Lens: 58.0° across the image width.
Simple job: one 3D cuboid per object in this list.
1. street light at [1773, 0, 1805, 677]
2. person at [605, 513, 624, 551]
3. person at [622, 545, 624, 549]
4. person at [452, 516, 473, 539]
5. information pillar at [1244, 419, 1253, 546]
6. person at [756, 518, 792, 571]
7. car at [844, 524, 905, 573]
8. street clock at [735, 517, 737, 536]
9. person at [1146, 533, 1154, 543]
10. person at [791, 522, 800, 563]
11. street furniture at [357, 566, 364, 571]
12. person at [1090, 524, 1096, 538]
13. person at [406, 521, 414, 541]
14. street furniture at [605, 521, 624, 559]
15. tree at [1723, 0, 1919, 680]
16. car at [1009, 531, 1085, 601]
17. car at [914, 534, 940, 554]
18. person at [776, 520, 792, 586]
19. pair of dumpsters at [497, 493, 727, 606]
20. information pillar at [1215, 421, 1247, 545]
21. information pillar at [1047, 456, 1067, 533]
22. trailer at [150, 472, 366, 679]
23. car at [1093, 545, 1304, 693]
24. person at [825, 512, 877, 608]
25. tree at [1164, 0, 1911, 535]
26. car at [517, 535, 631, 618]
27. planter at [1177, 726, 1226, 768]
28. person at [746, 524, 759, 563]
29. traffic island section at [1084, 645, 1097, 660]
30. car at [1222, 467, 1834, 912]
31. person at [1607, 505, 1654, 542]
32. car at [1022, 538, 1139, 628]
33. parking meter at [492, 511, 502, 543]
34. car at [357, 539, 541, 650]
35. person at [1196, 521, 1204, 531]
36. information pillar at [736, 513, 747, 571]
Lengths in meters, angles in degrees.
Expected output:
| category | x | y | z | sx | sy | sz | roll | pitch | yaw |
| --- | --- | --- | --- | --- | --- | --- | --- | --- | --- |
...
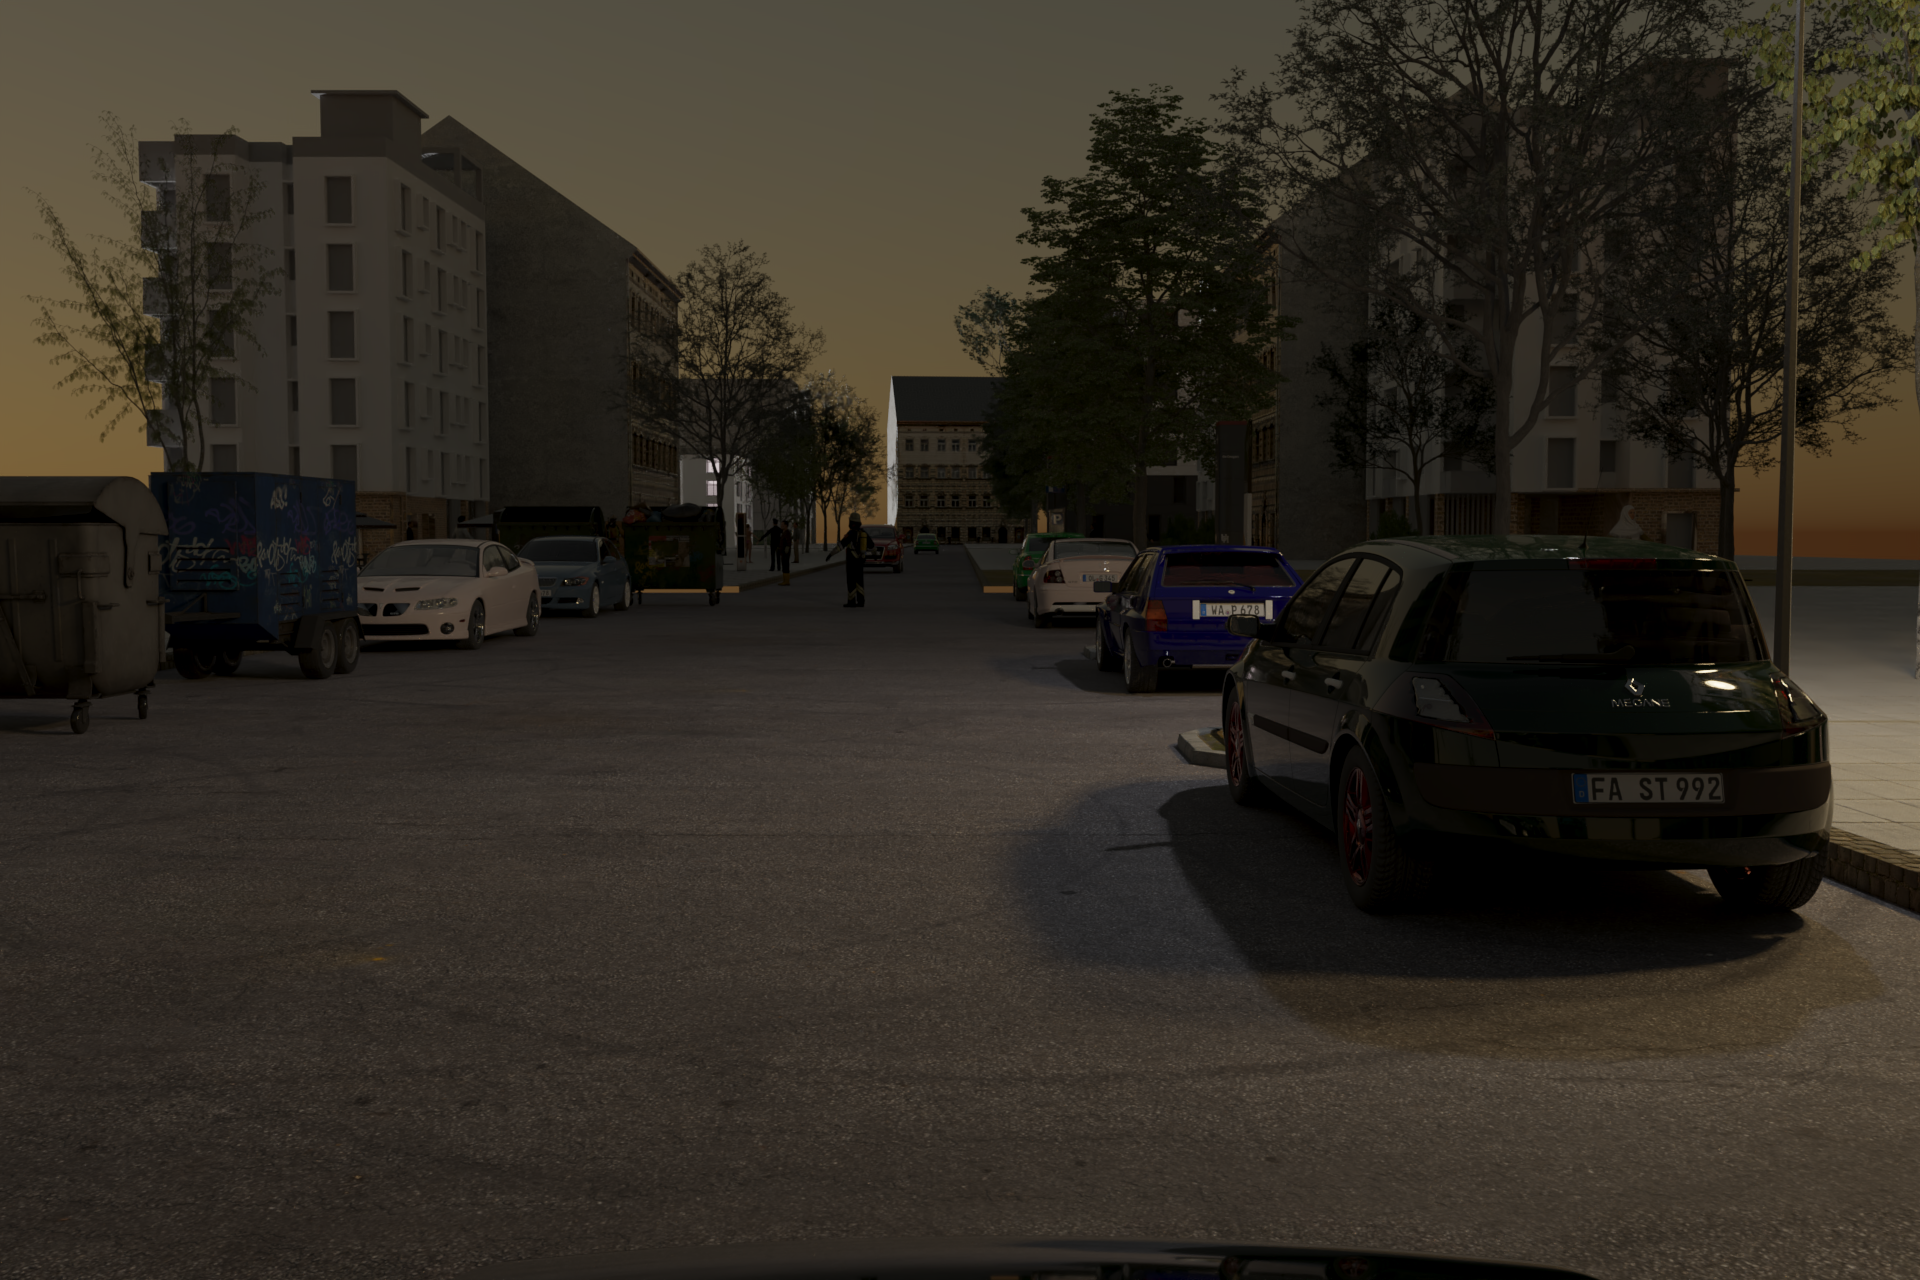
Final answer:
| category | x | y | z | sx | sy | sz | roll | pitch | yaw |
| --- | --- | --- | --- | --- | --- | --- | --- | --- | --- |
| street light | 6.146 | -2.392 | 11.653 | 1.470 | 5.913 | 1.316 | 0 | 3 | 0 |
| person | -9.414 | -2.519 | 46.961 | 1.354 | 1.858 | 0.705 | -3 | 4 | -36 |
| person | -8.153 | -2.375 | 44.965 | 1.347 | 1.817 | 0.704 | 2 | 4 | 24 |
| person | -14.157 | -2.641 | 49.369 | 0.705 | 1.806 | 1.347 | -3 | 5 | -45 |
| information pillar | 5.904 | -2.701 | 35.520 | 0.183 | 3.616 | 0.504 | 0 | 4 | 0 |
| person | -6.418 | -3.316 | 60.157 | 1.347 | 1.837 | 0.705 | -2 | 4 | -28 |
| car | -3.163 | -3.427 | 64.712 | 2.281 | 1.827 | 5.304 | 0 | 4 | 0 |
| street clock | -7.675 | -3.409 | 60.303 | 0.358 | 2.002 | 0.471 | 0 | 4 | 0 |
| person | 7.997 | -4.223 | 75.229 | 0.705 | 1.806 | 1.347 | -1 | 4 | -21 |
| person | -7.264 | -4.292 | 76.448 | 0.705 | 1.796 | 1.348 | -1 | 4 | -21 |
| street furniture | -16.937 | -1.652 | 42.639 | 5.734 | 0.657 | 10.072 | -1 | 4 | -15 |
| person | 5.993 | -4.428 | 79.116 | 0.721 | 1.740 | 1.216 | 0 | 4 | 5 |
| person | -22.591 | -3.979 | 71.278 | 0.704 | 1.802 | 1.346 | -1 | 4 | -22 |
| street furniture | -14.272 | -3.260 | 60.151 | 9.812 | 1.723 | 11.010 | 0 | 4 | 7 |
| tree | 8.659 | -3.944 | 14.839 | 4.737 | 8.622 | 4.395 | 0 | 3 | 0 |
| car | 2.076 | -1.802 | 38.256 | 1.959 | 1.807 | 4.718 | 0 | 4 | 0 |
| car | -2.392 | -7.060 | 124.233 | 1.959 | 1.807 | 4.718 | 0 | 4 | 0 |
| person | -4.886 | -2.419 | 48.153 | 0.704 | 1.812 | 1.346 | -1 | 4 | -17 |
| pair of dumpsters | -6.957 | -1.821 | 34.730 | 4.436 | 2.255 | 1.574 | 0 | 3 | 0 |
| information pillar | 6.243 | -3.093 | 39.955 | 0.750 | 3.857 | 0.750 | 0 | 4 | 0 |
| information pillar | 3.230 | -4.182 | 57.755 | 0.750 | 3.857 | 0.750 | 0 | 4 | -1 |
| trailer | -6.945 | -0.588 | 16.668 | 1.471 | 1.999 | 3.904 | 0 | 4 | 0 |
| car | 2.327 | -0.268 | 16.960 | 1.945 | 1.354 | 3.894 | 0 | 4 | -1 |
| person | -2.067 | -1.569 | 33.894 | 0.705 | 1.856 | 1.354 | 3 | 5 | 43 |
| tree | 8.383 | -7.079 | 26.104 | 12.009 | 13.543 | 11.850 | 0 | 3 | 0 |
| car | -7.075 | -1.168 | 31.102 | 2.014 | 1.417 | 4.499 | 0 | 4 | 0 |
| planter | 2.450 | 0.605 | 11.254 | 1.991 | 0.319 | 1.994 | 0 | 4 | 1 |
| person | -9.359 | -4.292 | 76.971 | 1.217 | 1.733 | 0.721 | 2 | 4 | 35 |
| traffic island section | 2.472 | 0.155 | 20.326 | 1.991 | 0.108 | 1.994 | 0 | 4 | -1 |
| car | 2.320 | 0.112 | 7.962 | 2.009 | 1.686 | 4.222 | 0 | 4 | -1 |
| person | 10.577 | -1.254 | 27.274 | 1.217 | 1.736 | 0.721 | -1 | 4 | -20 |
| car | 2.056 | -0.937 | 27.682 | 2.083 | 1.381 | 4.827 | 0 | 4 | 0 |
| parking meter | -10.824 | -2.152 | 40.890 | 0.399 | 1.863 | 0.255 | 0 | 3 | 0 |
| car | -6.884 | -0.647 | 22.935 | 2.083 | 1.381 | 4.827 | 0 | 3 | 0 |
| person | 9.262 | -3.681 | 66.306 | 1.348 | 1.813 | 0.705 | 1 | 4 | 18 |
| information pillar | -7.549 | -3.386 | 59.852 | 0.304 | 2.012 | 0.304 | 0 | 4 | 1 |
